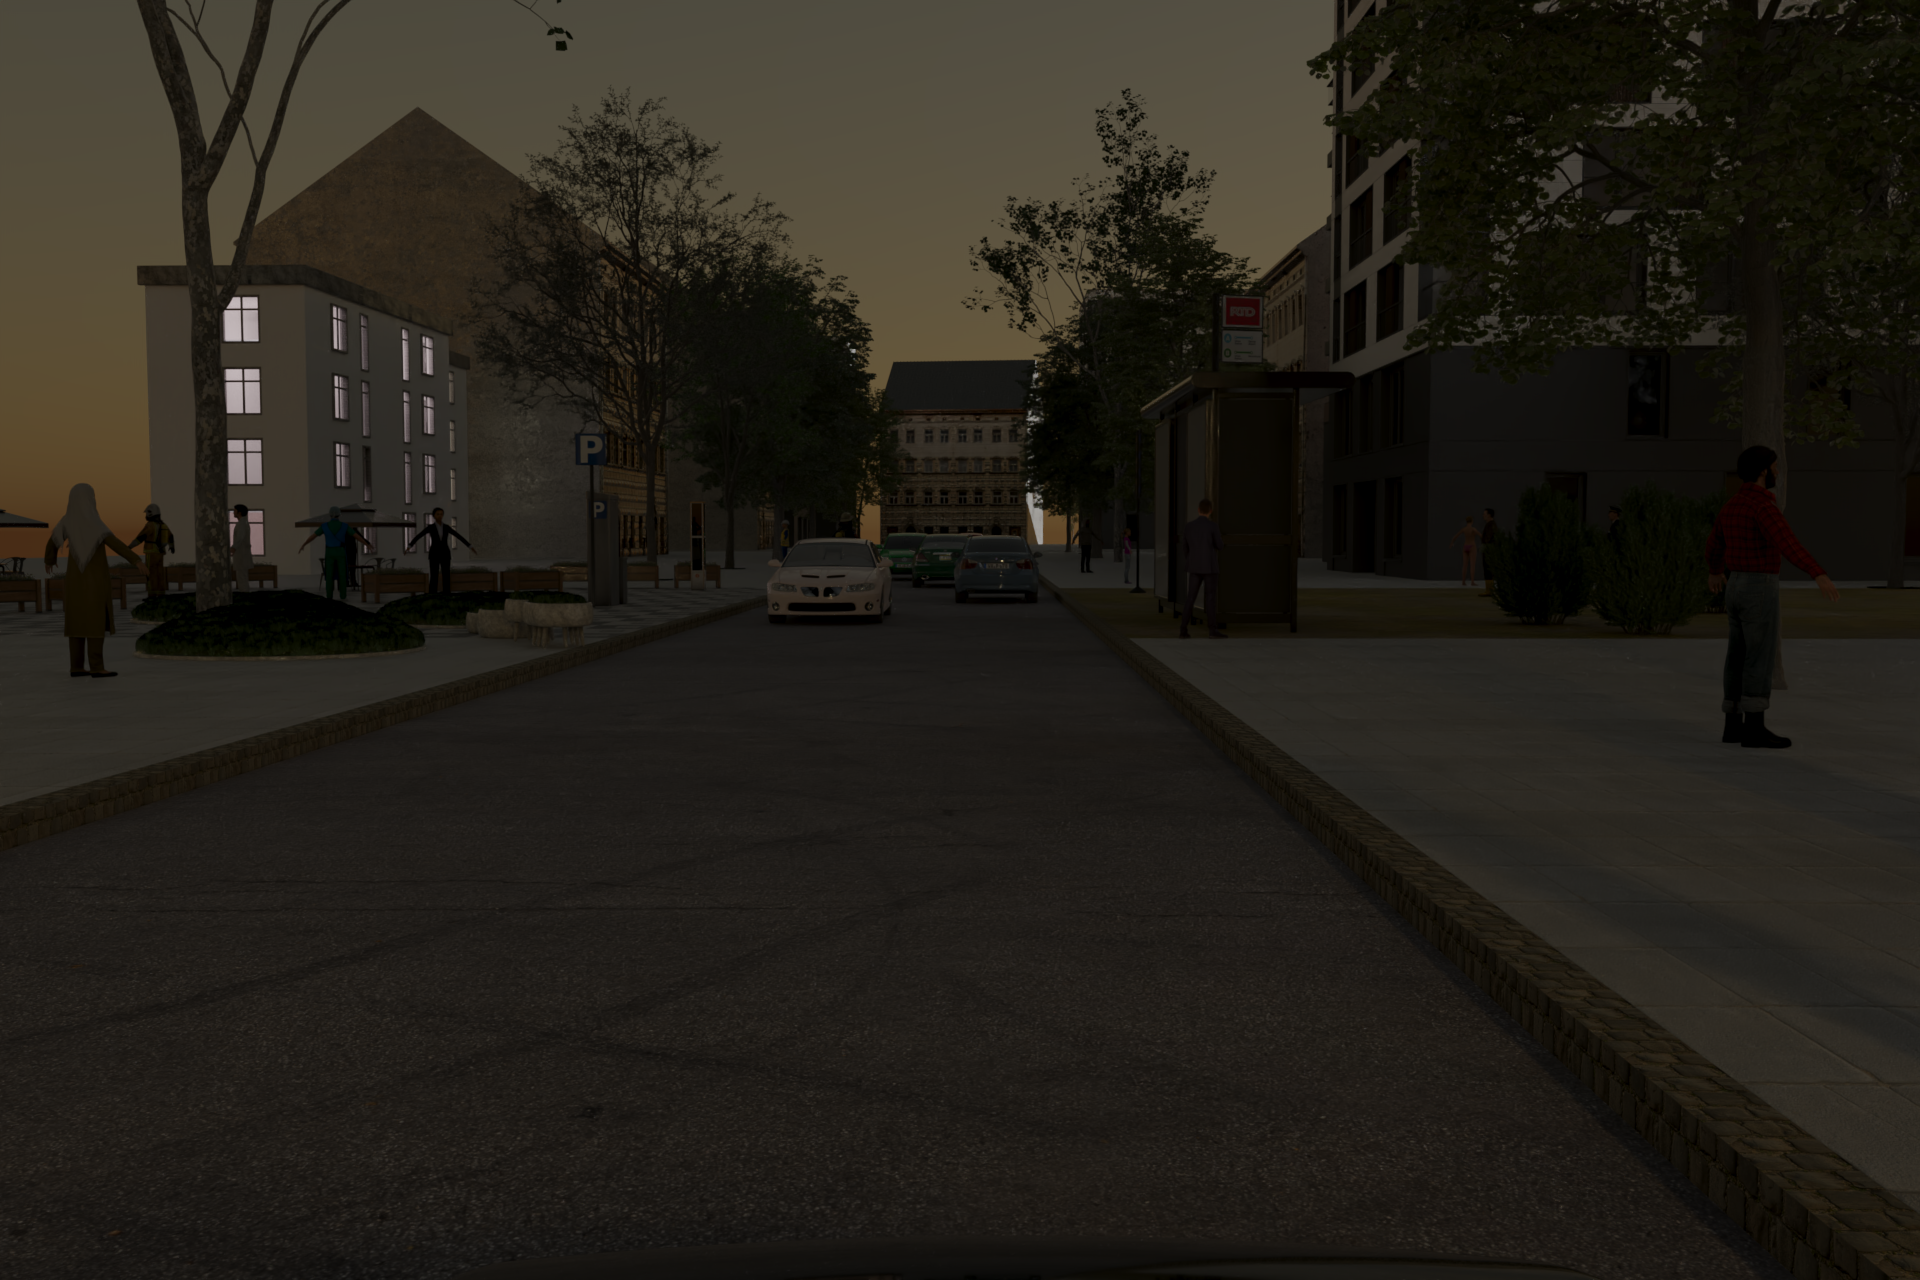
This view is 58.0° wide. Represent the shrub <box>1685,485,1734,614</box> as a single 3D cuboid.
[{"bbox_3d":[12.290,-1.473,28.119,1.661,2.075,1.752,0,3,0],"label":"shrub"}]

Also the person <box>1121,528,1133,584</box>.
[{"bbox_3d":[4.380,-2.165,44.665,0.599,1.433,0.991,0,4,3],"label":"person"}]

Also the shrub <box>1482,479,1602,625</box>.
[{"bbox_3d":[8.292,-1.260,24.649,1.661,2.075,1.752,0,3,0],"label":"shrub"}]

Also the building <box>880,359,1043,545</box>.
[{"bbox_3d":[0.539,-23.523,217.987,18.063,23.208,19.493,1,4,8],"label":"building"}]

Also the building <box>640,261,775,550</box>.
[{"bbox_3d":[-25.171,-19.232,145.379,19.493,23.208,18.063,0,3,0],"label":"building"}]

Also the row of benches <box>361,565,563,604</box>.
[{"bbox_3d":[-9.646,-1.103,33.490,4.104,0.672,1.422,-3,5,-43],"label":"row of benches"}]

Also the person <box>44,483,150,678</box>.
[{"bbox_3d":[-7.790,-0.539,15.587,1.217,1.736,0.721,1,4,22],"label":"person"}]

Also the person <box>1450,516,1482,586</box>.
[{"bbox_3d":[12.734,-2.224,43.160,0.721,1.733,1.217,-3,5,-44],"label":"person"}]

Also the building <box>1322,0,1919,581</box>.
[{"bbox_3d":[26.995,-13.395,62.977,27.936,21.610,32.646,0,4,1],"label":"building"}]

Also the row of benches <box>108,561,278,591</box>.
[{"bbox_3d":[-17.598,-1.475,39.574,1.422,0.672,4.104,2,4,34],"label":"row of benches"}]

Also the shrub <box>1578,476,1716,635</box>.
[{"bbox_3d":[8.809,-1.088,22.200,1.690,2.028,1.600,0,3,0],"label":"shrub"}]

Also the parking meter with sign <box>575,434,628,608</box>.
[{"bbox_3d":[-6.351,-2.120,30.928,0.543,3.016,1.738,0,4,3],"label":"parking meter with sign"}]

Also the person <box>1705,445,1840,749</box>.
[{"bbox_3d":[4.840,-0.269,10.499,0.704,1.816,1.345,0,4,-4],"label":"person"}]

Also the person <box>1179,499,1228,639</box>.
[{"bbox_3d":[2.983,-0.871,21.212,0.530,1.710,0.541,-3,5,-42],"label":"person"}]

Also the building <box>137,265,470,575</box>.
[{"bbox_3d":[-24.440,-7.716,68.299,9.099,9.664,28.070,0,4,2],"label":"building"}]

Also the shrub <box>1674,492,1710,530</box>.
[{"bbox_3d":[12.833,-1.599,30.560,1.690,2.028,1.600,0,3,0],"label":"shrub"}]

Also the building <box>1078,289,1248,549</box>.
[{"bbox_3d":[24.844,-19.379,160.821,27.936,21.610,32.646,0,4,1],"label":"building"}]

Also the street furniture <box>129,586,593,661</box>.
[{"bbox_3d":[-7.933,-0.423,22.540,5.734,0.657,10.072,-1,4,-22],"label":"street furniture"}]

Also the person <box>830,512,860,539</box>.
[{"bbox_3d":[-2.203,-1.569,33.889,1.354,1.856,0.705,2,4,35],"label":"person"}]

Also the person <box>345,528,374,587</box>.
[{"bbox_3d":[-14.700,-2.177,41.780,0.705,1.806,1.347,2,4,24],"label":"person"}]

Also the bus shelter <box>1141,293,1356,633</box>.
[{"bbox_3d":[4.032,-2.996,26.624,2.179,5.291,8.768,0,4,0],"label":"bus shelter"}]

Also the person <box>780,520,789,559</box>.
[{"bbox_3d":[-6.166,-3.292,60.282,0.721,1.772,1.216,-1,4,-9],"label":"person"}]

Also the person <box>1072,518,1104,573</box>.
[{"bbox_3d":[4.189,-3.130,57.299,1.348,1.813,0.705,-2,4,-35],"label":"person"}]

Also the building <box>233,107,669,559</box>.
[{"bbox_3d":[-27.663,-16.377,98.693,19.493,23.208,18.063,0,4,1],"label":"building"}]

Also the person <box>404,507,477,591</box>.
[{"bbox_3d":[-8.897,-1.403,29.665,1.216,1.740,0.721,-2,4,-28],"label":"person"}]

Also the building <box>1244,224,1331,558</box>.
[{"bbox_3d":[27.443,-16.437,99.680,19.493,23.208,18.063,0,4,1],"label":"building"}]

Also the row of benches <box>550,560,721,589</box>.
[{"bbox_3d":[-7.727,-1.550,40.798,4.104,0.672,1.422,-1,4,-12],"label":"row of benches"}]

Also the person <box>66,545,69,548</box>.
[{"bbox_3d":[-23.905,-2.542,47.700,0.704,1.843,1.345,2,4,33],"label":"person"}]

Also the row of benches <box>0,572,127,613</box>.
[{"bbox_3d":[-15.480,-0.770,28.047,1.422,0.672,4.104,2,4,35],"label":"row of benches"}]

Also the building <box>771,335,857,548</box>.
[{"bbox_3d":[-25.671,-20.344,176.593,27.936,21.610,32.646,0,4,1],"label":"building"}]
